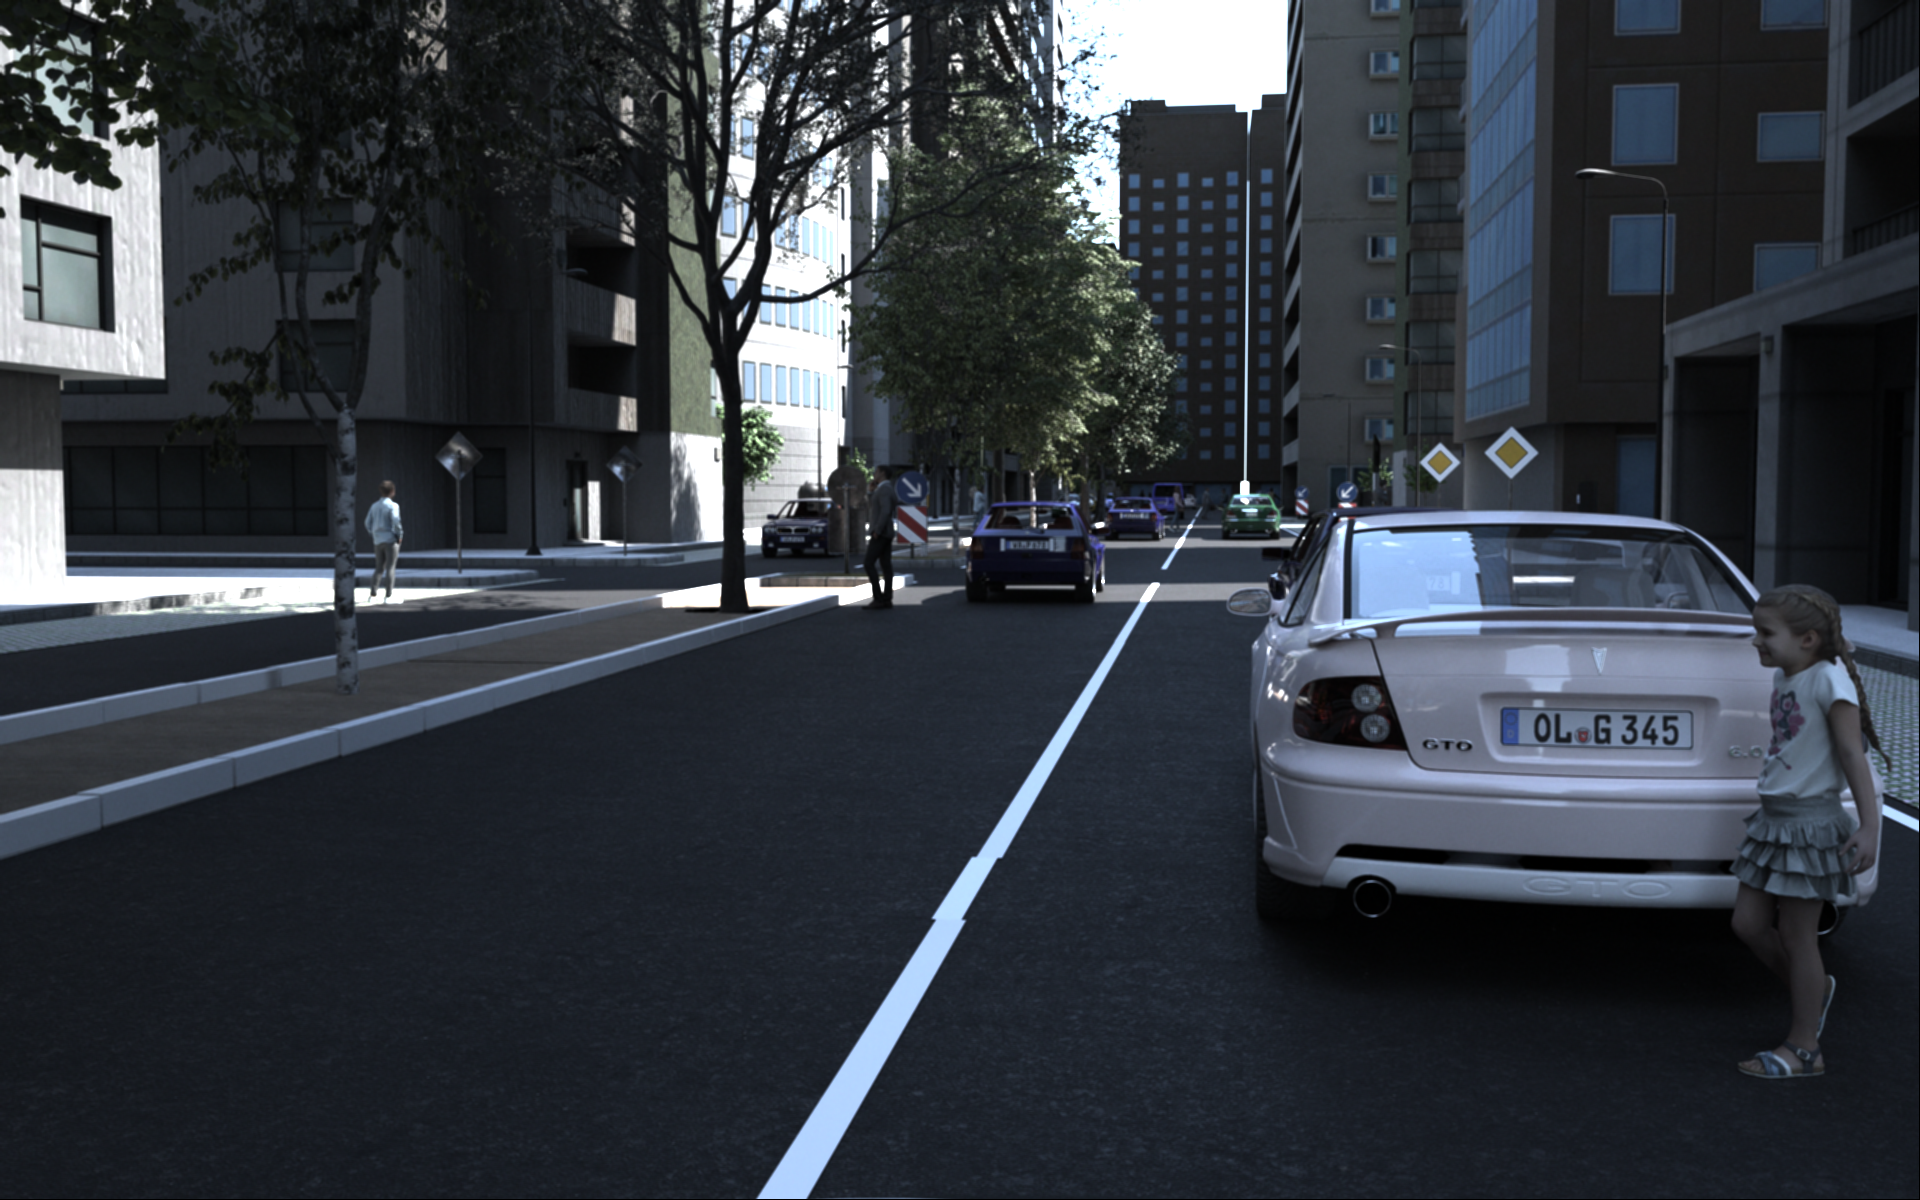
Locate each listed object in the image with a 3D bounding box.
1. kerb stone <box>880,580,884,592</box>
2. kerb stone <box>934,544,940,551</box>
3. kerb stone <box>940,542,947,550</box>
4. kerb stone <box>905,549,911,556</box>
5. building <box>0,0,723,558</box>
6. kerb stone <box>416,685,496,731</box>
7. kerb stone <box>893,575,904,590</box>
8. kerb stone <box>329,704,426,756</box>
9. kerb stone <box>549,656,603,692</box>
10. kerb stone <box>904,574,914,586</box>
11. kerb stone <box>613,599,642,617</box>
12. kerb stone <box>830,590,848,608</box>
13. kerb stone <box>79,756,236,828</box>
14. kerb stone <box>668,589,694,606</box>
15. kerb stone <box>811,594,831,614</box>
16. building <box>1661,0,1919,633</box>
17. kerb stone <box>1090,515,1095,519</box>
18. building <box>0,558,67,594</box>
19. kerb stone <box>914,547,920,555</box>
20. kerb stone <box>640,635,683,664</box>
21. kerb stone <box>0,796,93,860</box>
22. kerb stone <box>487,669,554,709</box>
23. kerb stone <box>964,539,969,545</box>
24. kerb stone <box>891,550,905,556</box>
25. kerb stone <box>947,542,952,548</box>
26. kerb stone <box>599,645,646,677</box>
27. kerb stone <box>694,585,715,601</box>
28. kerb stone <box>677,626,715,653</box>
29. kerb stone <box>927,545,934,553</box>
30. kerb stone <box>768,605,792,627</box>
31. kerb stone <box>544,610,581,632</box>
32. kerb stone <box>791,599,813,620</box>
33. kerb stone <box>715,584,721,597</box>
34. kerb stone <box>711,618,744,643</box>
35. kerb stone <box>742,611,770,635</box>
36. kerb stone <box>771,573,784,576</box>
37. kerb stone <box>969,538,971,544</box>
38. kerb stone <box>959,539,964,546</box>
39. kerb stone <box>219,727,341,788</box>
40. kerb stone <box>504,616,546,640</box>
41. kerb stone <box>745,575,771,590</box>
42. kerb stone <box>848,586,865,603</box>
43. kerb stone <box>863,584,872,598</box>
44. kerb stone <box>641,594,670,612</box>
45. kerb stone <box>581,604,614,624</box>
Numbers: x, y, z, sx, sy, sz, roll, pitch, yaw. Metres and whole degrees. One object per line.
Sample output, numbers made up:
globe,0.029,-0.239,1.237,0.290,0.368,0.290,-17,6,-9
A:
kerb stone,-1.171,-0.179,25.170,0.120,0.150,1.000,1,4,8
kerb stone,-0.686,-1.285,43.241,0.120,0.150,1.000,1,4,8
kerb stone,-0.537,-1.347,44.253,0.120,0.150,1.000,1,4,8
kerb stone,-1.277,-1.038,39.187,0.120,0.150,1.000,1,4,8
building,-14.710,-16.583,42.841,14.160,30.474,14.107,1,4,8
kerb stone,-3.218,0.686,10.974,0.120,0.150,1.000,1,4,8
kerb stone,-1.029,-0.244,26.192,0.120,0.150,1.000,1,4,8
kerb stone,-3.364,0.749,9.954,0.120,0.150,1.000,1,4,8
kerb stone,-2.927,0.563,13.001,0.120,0.150,1.000,1,4,8
kerb stone,-0.871,-0.303,27.206,0.120,0.150,1.000,1,4,8
kerb stone,-3.989,0.111,20.386,0.120,0.150,1.000,1,4,8
kerb stone,-1.622,0.005,22.117,0.120,0.150,1.000,1,4,8
kerb stone,-3.663,0.874,7.928,0.120,0.150,1.000,1,4,8
kerb stone,-3.688,-0.014,22.417,0.120,0.150,1.000,1,4,8
kerb stone,-1.765,0.067,21.105,0.120,0.150,1.000,1,4,8
building,18.891,-35.079,11.799,20.563,71.187,20.611,1,4,8
kerb stone,7.954,-4.949,103.125,0.120,0.150,1.000,1,4,8
building,-18.483,-15.204,20.292,14.107,30.474,14.160,1,4,8
kerb stone,-1.121,-1.101,40.197,0.120,0.150,1.000,1,4,8
kerb stone,-2.633,0.439,15.025,0.120,0.150,1.000,1,4,8
kerb stone,-3.803,0.942,6.916,0.120,0.150,1.000,1,4,8
kerb stone,-3.077,0.624,11.991,0.120,0.150,1.000,1,4,8
kerb stone,0.050,-1.598,48.328,0.120,0.150,1.000,1,4,8
kerb stone,-1.419,-0.977,38.172,0.120,0.150,1.000,1,4,8
kerb stone,-0.397,-1.411,45.265,0.120,0.150,1.000,1,4,8
kerb stone,-2.783,0.505,14.014,0.120,0.150,1.000,1,4,8
kerb stone,-3.544,-0.075,23.429,0.120,0.150,1.000,1,4,8
kerb stone,-2.492,0.377,16.037,0.120,0.150,1.000,1,4,8
kerb stone,-0.832,-1.225,42.225,0.120,0.150,1.000,1,4,8
kerb stone,-2.052,0.193,19.079,0.120,0.150,1.000,1,4,8
kerb stone,-4.277,0.235,18.357,0.120,0.150,1.000,1,4,8
kerb stone,-1.908,0.129,20.093,0.120,0.150,1.000,1,4,8
kerb stone,-3.397,-0.135,24.444,0.120,0.150,1.000,1,4,8
kerb stone,-2.348,0.315,17.052,0.120,0.150,1.000,1,4,8
kerb stone,-2.197,0.253,18.067,0.120,0.150,1.000,1,4,8
kerb stone,-2.959,-0.324,27.490,0.120,0.150,1.000,1,4,8
kerb stone,0.196,-1.657,49.340,0.120,0.150,1.000,1,4,8
kerb stone,-0.099,-1.536,47.306,0.120,0.150,1.000,1,4,8
kerb stone,-3.515,0.812,8.944,0.120,0.150,1.000,1,4,8
kerb stone,-4.421,0.297,17.346,0.120,0.150,1.000,1,4,8
kerb stone,-3.105,-0.260,26.475,0.120,0.150,1.000,1,4,8
kerb stone,-1.462,-0.052,23.127,0.120,0.150,1.000,1,4,8
kerb stone,-1.317,-0.120,24.150,0.120,0.150,1.000,1,4,8
kerb stone,-3.834,0.048,21.406,0.120,0.150,1.000,1,4,8
kerb stone,-4.126,0.173,19.370,0.120,0.150,1.000,1,4,8
